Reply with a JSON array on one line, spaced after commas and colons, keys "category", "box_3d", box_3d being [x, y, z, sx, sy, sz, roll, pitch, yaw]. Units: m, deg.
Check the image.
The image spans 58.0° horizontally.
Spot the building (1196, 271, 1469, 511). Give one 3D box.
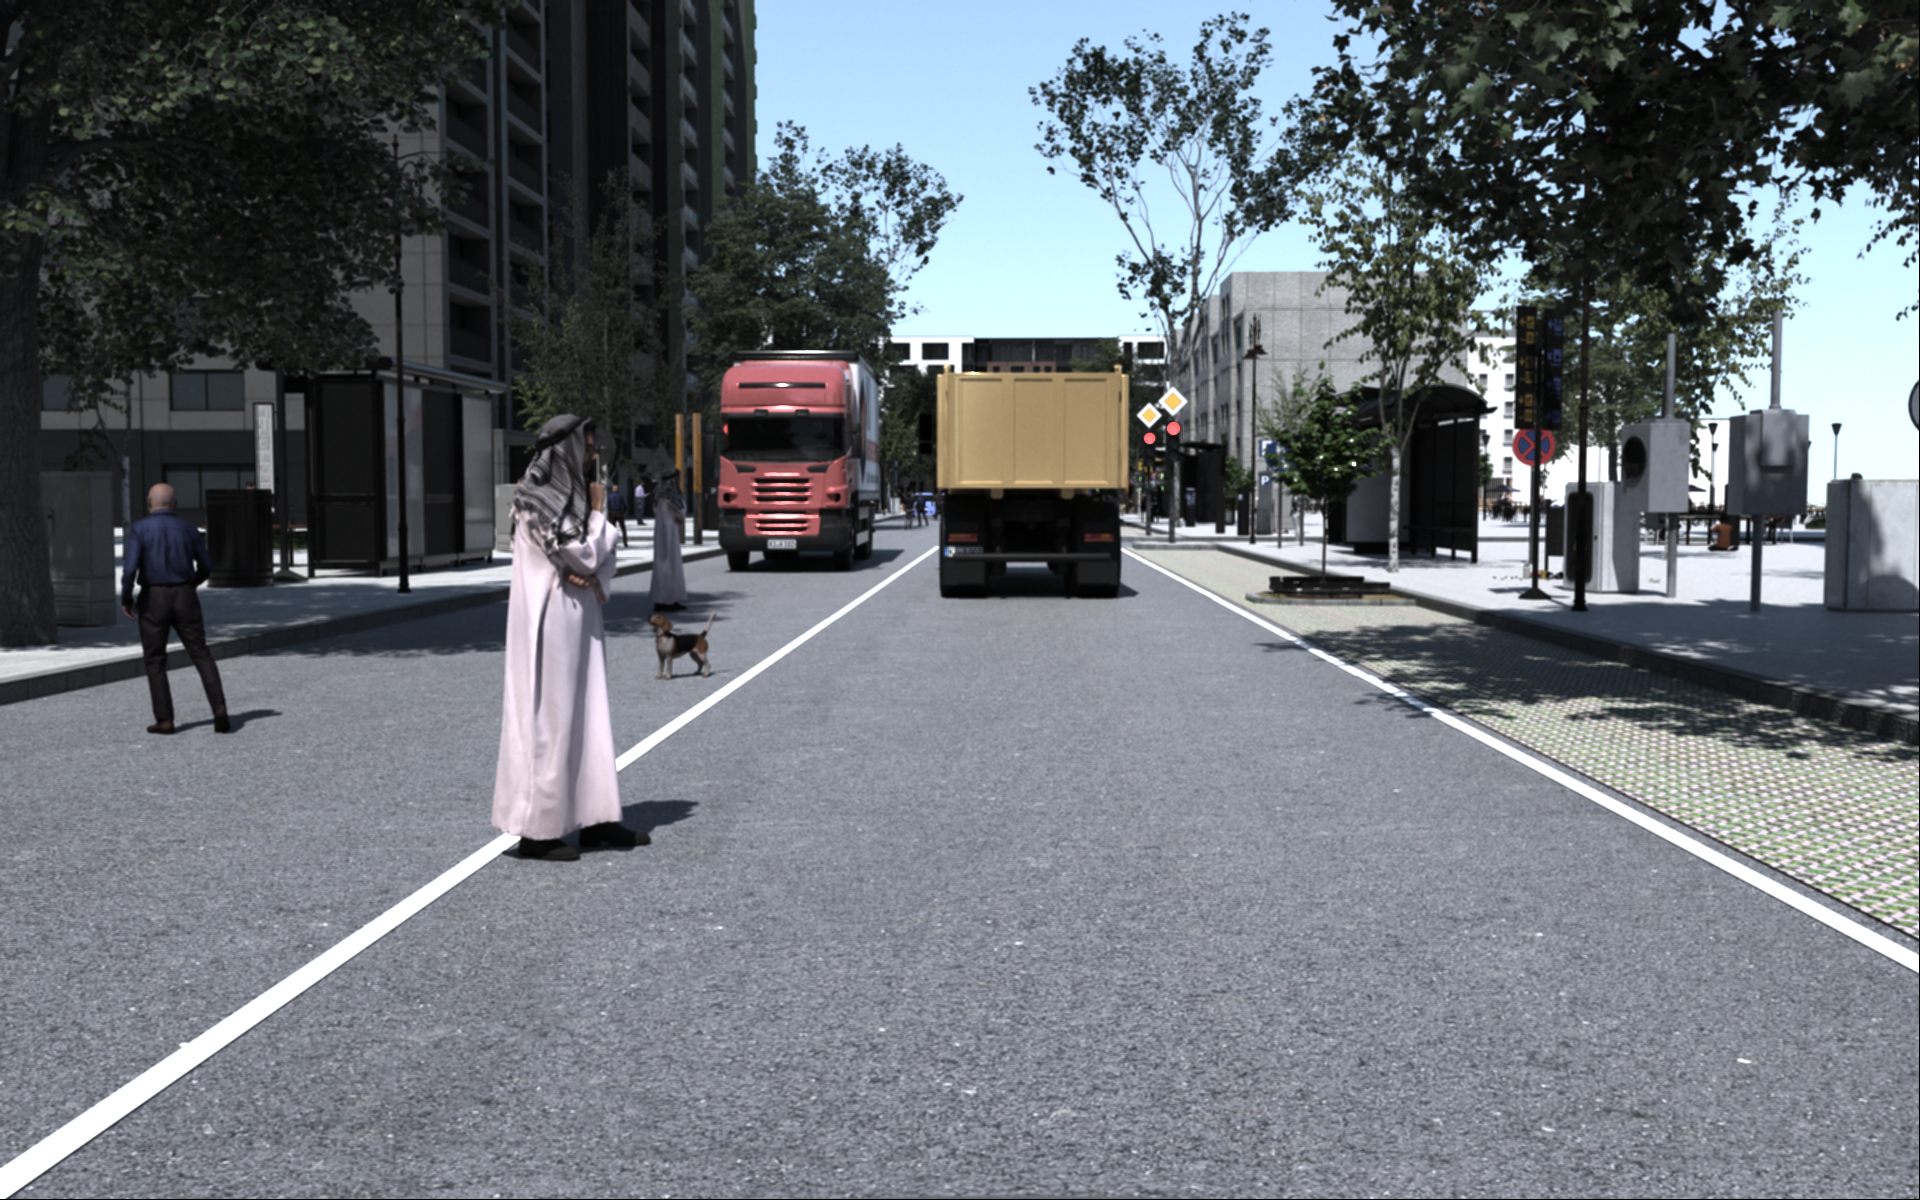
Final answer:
[{"category": "building", "box_3d": [30.193, -17.091, 145.899, 16.747, 18.905, 31.486, 0, 4, 2]}]

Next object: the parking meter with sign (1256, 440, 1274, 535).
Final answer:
[{"category": "parking meter with sign", "box_3d": [9.634, -3.573, 54.672, 0.543, 3.016, 1.738, 1, 4, 15]}]

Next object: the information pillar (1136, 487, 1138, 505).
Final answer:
[{"category": "information pillar", "box_3d": [12.353, -7.854, 119.774, 0.183, 3.616, 0.504, -2, 4, -24]}]

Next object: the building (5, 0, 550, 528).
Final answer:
[{"category": "building", "box_3d": [-27.025, -38.863, 73.658, 20.563, 71.187, 20.611, 0, 4, 2]}]

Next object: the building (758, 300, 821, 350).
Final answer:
[{"category": "building", "box_3d": [-21.870, -18.816, 164.059, 16.016, 20.091, 11.380, 0, 4, 2]}]

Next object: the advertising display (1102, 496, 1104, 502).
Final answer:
[{"category": "advertising display", "box_3d": [9.441, -6.687, 114.544, 0.123, 1.923, 0.974, 1, 4, 10]}]

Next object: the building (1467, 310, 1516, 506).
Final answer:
[{"category": "building", "box_3d": [51.257, -20.050, 184.231, 11.380, 20.091, 16.016, 0, 4, 2]}]

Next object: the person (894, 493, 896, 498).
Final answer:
[{"category": "person", "box_3d": [-7.583, -11.507, 195.124, 0.756, 1.711, 0.436, -1, 4, -18]}]

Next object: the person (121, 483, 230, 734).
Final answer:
[{"category": "person", "box_3d": [-4.712, 0.045, 10.451, 0.574, 1.496, 0.600, -1, 4, -17]}]

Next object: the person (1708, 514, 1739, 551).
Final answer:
[{"category": "person", "box_3d": [17.104, -1.511, 39.029, 0.859, 0.850, 0.655, 0, 4, -5]}]

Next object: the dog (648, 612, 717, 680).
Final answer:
[{"category": "dog", "box_3d": [-2.160, 0.354, 13.497, 0.406, 0.507, 0.540, 0, 4, 7]}]

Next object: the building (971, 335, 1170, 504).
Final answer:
[{"category": "building", "box_3d": [18.556, -24.012, 236.573, 32.646, 21.610, 27.936, 0, 4, 2]}]

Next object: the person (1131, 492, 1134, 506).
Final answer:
[{"category": "person", "box_3d": [17.050, -9.937, 169.064, 0.990, 1.755, 0.434, 3, 5, 44]}]

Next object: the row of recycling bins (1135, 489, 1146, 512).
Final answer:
[{"category": "row of recycling bins", "box_3d": [13.047, -7.053, 122.430, 1.069, 1.692, 3.534, 1, 4, 18]}]

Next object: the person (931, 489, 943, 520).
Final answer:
[{"category": "person", "box_3d": [-1.211, -5.258, 95.025, 0.990, 1.755, 0.434, -2, 4, -33]}]

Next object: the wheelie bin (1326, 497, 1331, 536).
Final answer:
[{"category": "wheelie bin", "box_3d": [11.666, -2.785, 53.442, 0.980, 1.594, 0.693, 2, 4, 32]}]

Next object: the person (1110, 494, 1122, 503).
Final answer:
[{"category": "person", "box_3d": [13.896, -9.056, 154.113, 1.348, 1.822, 0.705, 3, 4, 36]}]

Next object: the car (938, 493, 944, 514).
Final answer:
[{"category": "car", "box_3d": [-0.794, -6.921, 122.756, 1.945, 1.707, 3.694, 0, 4, 1]}]

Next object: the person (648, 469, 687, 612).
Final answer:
[{"category": "person", "box_3d": [-3.536, -0.733, 21.155, 0.621, 1.740, 0.551, -3, 5, -39]}]

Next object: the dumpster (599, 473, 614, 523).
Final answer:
[{"category": "dumpster", "box_3d": [-9.696, -2.380, 44.678, 1.264, 1.857, 1.865, 0, 4, 2]}]

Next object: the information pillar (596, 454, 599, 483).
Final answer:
[{"category": "information pillar", "box_3d": [-6.842, -1.682, 32.001, 0.304, 2.012, 0.304, -2, 4, -24]}]

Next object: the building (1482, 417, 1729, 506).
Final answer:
[{"category": "building", "box_3d": [71.093, -15.019, 187.705, 28.070, 9.664, 9.099, 0, 4, 2]}]

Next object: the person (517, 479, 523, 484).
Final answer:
[{"category": "person", "box_3d": [-14.820, -3.208, 58.615, 0.434, 1.807, 0.598, 1, 4, 22]}]

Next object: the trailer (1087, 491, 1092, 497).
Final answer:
[{"category": "trailer", "box_3d": [6.567, -5.229, 92.546, 1.471, 1.999, 3.904, 0, 4, 2]}]

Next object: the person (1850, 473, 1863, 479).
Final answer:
[{"category": "person", "box_3d": [19.314, -1.864, 37.245, 0.376, 1.734, 0.841, 3, 5, 42]}]

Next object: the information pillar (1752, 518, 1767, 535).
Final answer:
[{"category": "information pillar", "box_3d": [25.314, -3.076, 54.789, 0.304, 2.012, 0.304, -2, 4, -33]}]

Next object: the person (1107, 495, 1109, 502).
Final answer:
[{"category": "person", "box_3d": [11.143, -7.587, 130.533, 0.568, 1.767, 0.683, 2, 4, 26]}]

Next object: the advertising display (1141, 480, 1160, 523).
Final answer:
[{"category": "advertising display", "box_3d": [8.529, -4.432, 77.681, 0.974, 1.923, 0.123, 3, 5, 44]}]

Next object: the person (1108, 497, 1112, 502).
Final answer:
[{"category": "person", "box_3d": [16.281, -11.040, 187.491, 0.436, 1.711, 0.756, -1, 4, -22]}]

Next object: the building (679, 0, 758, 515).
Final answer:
[{"category": "building", "box_3d": [-22.130, -26.761, 121.141, 14.154, 41.232, 14.086, 0, 4, 2]}]

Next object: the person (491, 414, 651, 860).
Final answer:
[{"category": "person", "box_3d": [-1.540, 0.143, 6.827, 0.621, 1.740, 0.551, -1, 4, -11]}]

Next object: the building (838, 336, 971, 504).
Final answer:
[{"category": "building", "box_3d": [-14.059, -24.102, 238.049, 32.646, 21.610, 27.936, 0, 4, 2]}]

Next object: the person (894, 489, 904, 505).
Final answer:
[{"category": "person", "box_3d": [-6.847, -11.668, 196.835, 1.348, 1.822, 0.705, 2, 4, 25]}]

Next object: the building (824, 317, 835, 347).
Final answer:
[{"category": "building", "box_3d": [-19.142, -20.181, 186.371, 11.380, 20.091, 16.016, 0, 4, 2]}]

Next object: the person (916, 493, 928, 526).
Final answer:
[{"category": "person", "box_3d": [-1.706, -4.066, 77.668, 0.574, 1.496, 0.600, 0, 4, 0]}]

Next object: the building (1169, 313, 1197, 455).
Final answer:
[{"category": "building", "box_3d": [31.183, -19.012, 177.310, 16.747, 18.905, 31.486, 0, 4, 2]}]

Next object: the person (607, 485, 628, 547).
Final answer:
[{"category": "person", "box_3d": [-8.298, -2.046, 42.183, 0.574, 1.496, 0.600, 1, 4, 13]}]

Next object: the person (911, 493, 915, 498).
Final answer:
[{"category": "person", "box_3d": [-4.739, -9.946, 171.840, 0.799, 1.438, 0.628, 0, 4, 0]}]

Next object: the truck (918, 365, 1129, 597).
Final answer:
[{"category": "truck", "box_3d": [0.970, -1.947, 27.759, 3.469, 3.379, 9.791, 0, 3, 0]}]

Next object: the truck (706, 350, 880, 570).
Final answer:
[{"category": "truck", "box_3d": [-3.183, -2.883, 36.050, 2.839, 4.237, 11.283, 0, 4, 0]}]

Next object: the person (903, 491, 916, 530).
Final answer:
[{"category": "person", "box_3d": [-2.097, -3.576, 69.173, 0.569, 1.553, 0.471, 3, 5, 44]}]

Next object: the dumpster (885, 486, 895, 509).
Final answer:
[{"category": "dumpster", "box_3d": [-5.277, -7.180, 123.155, 1.264, 1.857, 1.865, 0, 4, 2]}]

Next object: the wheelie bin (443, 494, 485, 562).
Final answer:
[{"category": "wheelie bin", "box_3d": [-9.544, -1.542, 33.118, 0.693, 1.594, 0.980, 3, 5, 44]}]

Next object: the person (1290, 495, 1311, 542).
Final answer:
[{"category": "person", "box_3d": [9.385, -2.372, 48.006, 0.376, 1.734, 0.841, 3, 5, 44]}]

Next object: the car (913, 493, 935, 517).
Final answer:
[{"category": "car", "box_3d": [-2.236, -5.964, 107.099, 1.945, 1.707, 3.694, 0, 4, 2]}]

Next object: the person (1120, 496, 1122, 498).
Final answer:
[{"category": "person", "box_3d": [14.529, -9.085, 157.801, 0.599, 1.433, 0.991, -2, 4, -35]}]

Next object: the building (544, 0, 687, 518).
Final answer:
[{"category": "building", "box_3d": [-22.999, -19.617, 92.438, 14.160, 30.474, 14.107, 0, 4, 2]}]

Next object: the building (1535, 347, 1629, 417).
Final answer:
[{"category": "building", "box_3d": [80.148, -22.778, 228.845, 11.380, 20.091, 16.016, 0, 4, 2]}]

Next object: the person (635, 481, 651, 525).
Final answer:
[{"category": "person", "box_3d": [-13.041, -4.004, 71.379, 0.599, 1.838, 0.709, -3, 4, -37]}]
